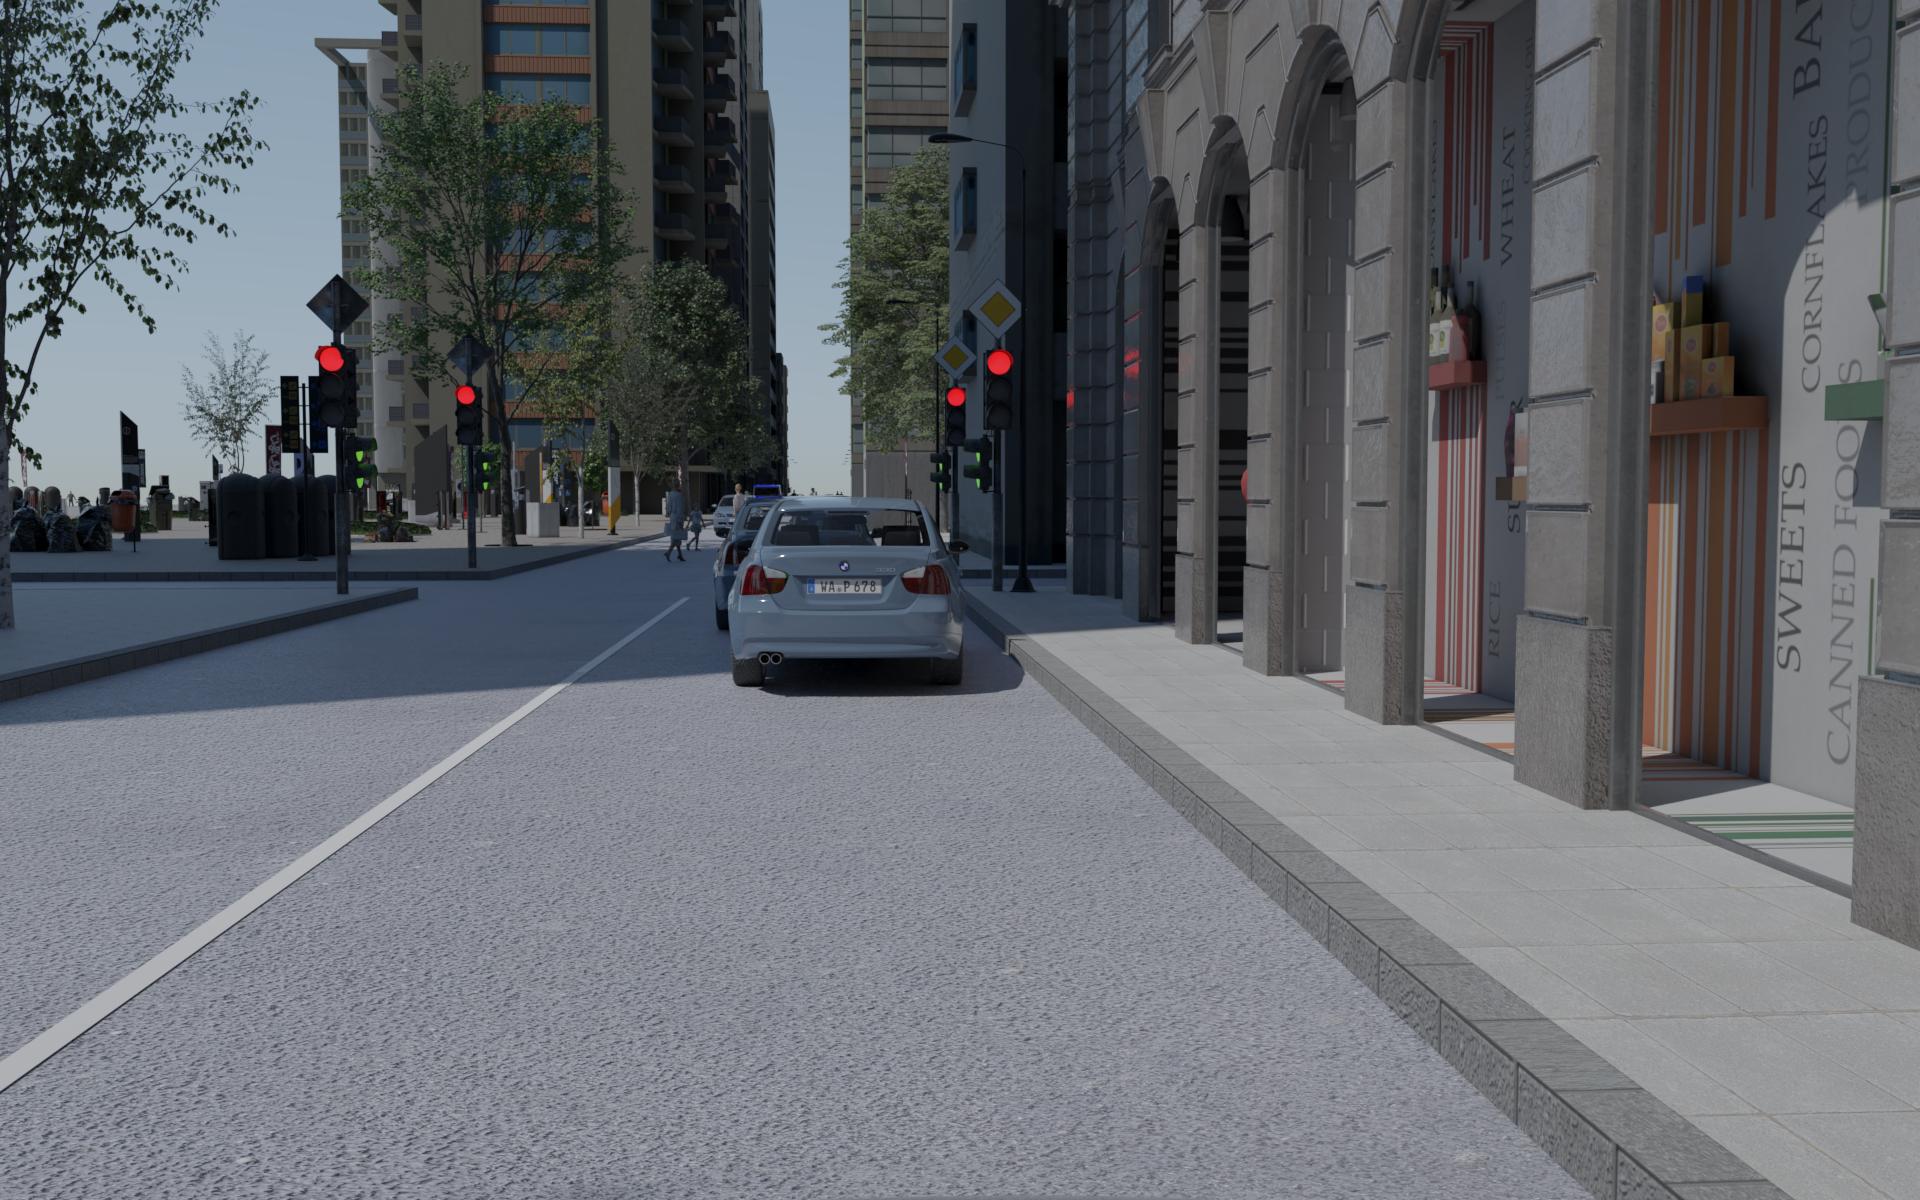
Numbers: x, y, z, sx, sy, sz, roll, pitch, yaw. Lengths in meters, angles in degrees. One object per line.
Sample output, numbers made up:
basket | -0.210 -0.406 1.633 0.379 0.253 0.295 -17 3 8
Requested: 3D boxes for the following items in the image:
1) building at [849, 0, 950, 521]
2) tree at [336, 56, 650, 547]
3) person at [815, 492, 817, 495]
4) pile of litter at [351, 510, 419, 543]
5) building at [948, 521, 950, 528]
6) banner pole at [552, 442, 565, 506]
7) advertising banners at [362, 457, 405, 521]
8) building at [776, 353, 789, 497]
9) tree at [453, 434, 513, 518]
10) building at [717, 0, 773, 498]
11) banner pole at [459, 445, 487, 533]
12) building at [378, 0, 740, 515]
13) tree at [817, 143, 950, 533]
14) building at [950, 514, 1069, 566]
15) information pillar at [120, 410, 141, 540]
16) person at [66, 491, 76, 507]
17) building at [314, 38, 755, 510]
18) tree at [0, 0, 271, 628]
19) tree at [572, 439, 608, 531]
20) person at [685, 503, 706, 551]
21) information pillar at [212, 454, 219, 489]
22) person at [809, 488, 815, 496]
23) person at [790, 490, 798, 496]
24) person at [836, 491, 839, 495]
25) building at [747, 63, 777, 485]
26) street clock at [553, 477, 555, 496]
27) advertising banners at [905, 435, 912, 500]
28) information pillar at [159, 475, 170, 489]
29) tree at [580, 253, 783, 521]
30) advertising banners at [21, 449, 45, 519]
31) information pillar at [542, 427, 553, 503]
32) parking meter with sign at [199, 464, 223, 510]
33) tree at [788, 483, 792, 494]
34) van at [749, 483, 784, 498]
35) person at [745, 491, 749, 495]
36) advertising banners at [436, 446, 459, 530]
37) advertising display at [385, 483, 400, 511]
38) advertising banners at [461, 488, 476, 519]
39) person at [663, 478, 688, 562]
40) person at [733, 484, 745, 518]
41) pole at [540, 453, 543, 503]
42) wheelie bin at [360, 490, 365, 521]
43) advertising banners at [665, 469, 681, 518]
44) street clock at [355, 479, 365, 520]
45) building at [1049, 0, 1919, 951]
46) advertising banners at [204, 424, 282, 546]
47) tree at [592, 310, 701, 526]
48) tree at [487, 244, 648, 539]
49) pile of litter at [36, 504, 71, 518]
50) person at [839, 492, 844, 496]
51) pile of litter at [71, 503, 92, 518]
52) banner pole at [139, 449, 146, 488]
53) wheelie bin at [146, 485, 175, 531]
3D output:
building | 0.716 -25.385 98.642 14.154 41.232 14.086 0 4 -4
tree | -11.221 -7.123 42.209 9.928 11.665 9.643 0 3 0
person | -17.567 -12.456 212.879 0.721 1.743 1.217 1 4 18
pile of litter | -15.337 -1.965 46.098 1.719 0.858 1.176 -1 4 -10
building | 2.934 -23.751 71.928 14.154 41.232 14.086 0 4 -4
banner pole | -19.137 -5.663 82.615 0.863 3.779 0.401 0 4 7
advertising banners | -27.540 -5.280 82.513 2.074 3.025 0.090 -2 4 -35
building | -36.584 -23.241 225.022 27.650 21.520 28.899 0 4 -4
tree | -25.831 -6.729 93.730 4.285 4.588 4.351 0 3 0
building | -36.267 -49.544 248.302 20.563 71.187 20.611 0 4 -4
banner pole | -16.161 -4.141 57.715 0.863 3.779 0.401 2 4 28
building | -26.674 -28.344 118.052 22.147 44.769 28.867 0 4 -4
tree | -0.947 -8.481 56.785 7.486 12.596 7.792 0 3 0
building | 10.508 -25.519 40.943 21.600 48.544 21.300 0 4 -4
information pillar | -23.379 -3.512 48.777 0.183 3.616 0.504 3 4 36
person | -92.848 -10.509 180.874 0.990 1.755 0.434 0 4 -4
building | -33.638 -27.661 144.139 32.217 40.220 23.993 0 4 -4
tree | -8.995 -4.046 16.520 4.360 8.622 3.978 0 3 0
tree | -12.905 -4.085 61.399 1.663 3.219 1.824 0 3 0
person | -6.674 -1.854 43.821 0.382 1.210 0.505 3 4 39
information pillar | -43.672 -6.745 101.640 0.183 3.616 0.504 1 4 14
person | -8.424 -5.483 98.418 0.850 1.792 0.678 0 4 3
person | -14.682 -8.865 153.426 1.348 1.826 0.705 1 4 13
person | -17.588 -14.690 248.309 1.348 1.869 0.705 -3 5 -43
building | -32.164 -35.169 198.721 21.300 48.544 21.600 0 4 -4
street clock | -17.419 -4.228 73.690 0.358 2.002 0.471 1 4 8
advertising banners | -1.503 -3.312 50.346 0.090 3.025 2.074 0 4 -5
information pillar | -30.669 -3.810 66.790 0.304 2.012 0.304 -3 4 -39
tree | -13.258 -10.125 82.557 9.611 12.733 9.660 0 3 0
advertising banners | -35.839 -4.328 66.946 2.074 3.025 0.090 3 5 41
information pillar | -14.434 -4.235 60.590 0.504 3.616 0.183 3 5 42
parking meter with sign | -43.773 -6.385 100.658 1.738 3.016 0.543 0 4 6
tree | -26.364 -16.444 263.459 1.663 3.219 1.824 0 3 0
van | -12.435 -6.563 111.693 2.240 2.365 5.245 0 4 -5
person | -12.791 -5.718 103.803 0.330 1.601 0.589 0 3 0
advertising banners | -18.483 -4.045 62.319 0.090 3.025 2.074 0 4 1
advertising display | -33.522 -5.942 102.360 0.974 1.923 0.123 1 4 17
advertising banners | -25.240 -5.634 88.307 2.074 3.025 0.090 1 4 14
person | -6.053 -1.702 36.677 0.624 1.780 0.694 -2 4 -30
person | -6.665 -2.712 53.505 0.598 1.740 0.731 1 4 11
pole | -20.520 -5.580 85.083 0.158 3.312 0.155 0 3 0
wheelie bin | -27.466 -4.332 78.732 0.693 1.594 0.980 -3 5 -44
advertising banners | -15.425 -5.939 93.295 0.090 3.025 2.074 -2 4 -35
street clock | -23.875 -3.930 68.820 0.471 2.002 0.358 3 4 37
building | 8.075 -10.349 11.012 13.314 21.916 24.055 0 4 -4
advertising banners | -17.753 -2.867 43.067 0.090 3.025 2.074 3 5 44
tree | -12.751 -7.256 68.997 4.360 8.622 3.978 0 3 0
tree | -11.143 -6.073 49.648 4.737 8.622 4.395 0 3 0
pile of litter | -41.573 -3.944 78.450 1.719 0.858 1.176 0 4 1
person | -15.516 -13.323 226.863 0.617 1.759 0.750 1 4 9
pile of litter | -43.933 -4.448 86.694 1.176 0.858 1.719 -2 4 -32
banner pole | -39.799 -5.752 84.068 0.401 3.779 0.863 1 4 18
wheelie bin | -28.154 -3.253 61.091 0.693 1.594 0.980 3 5 41
